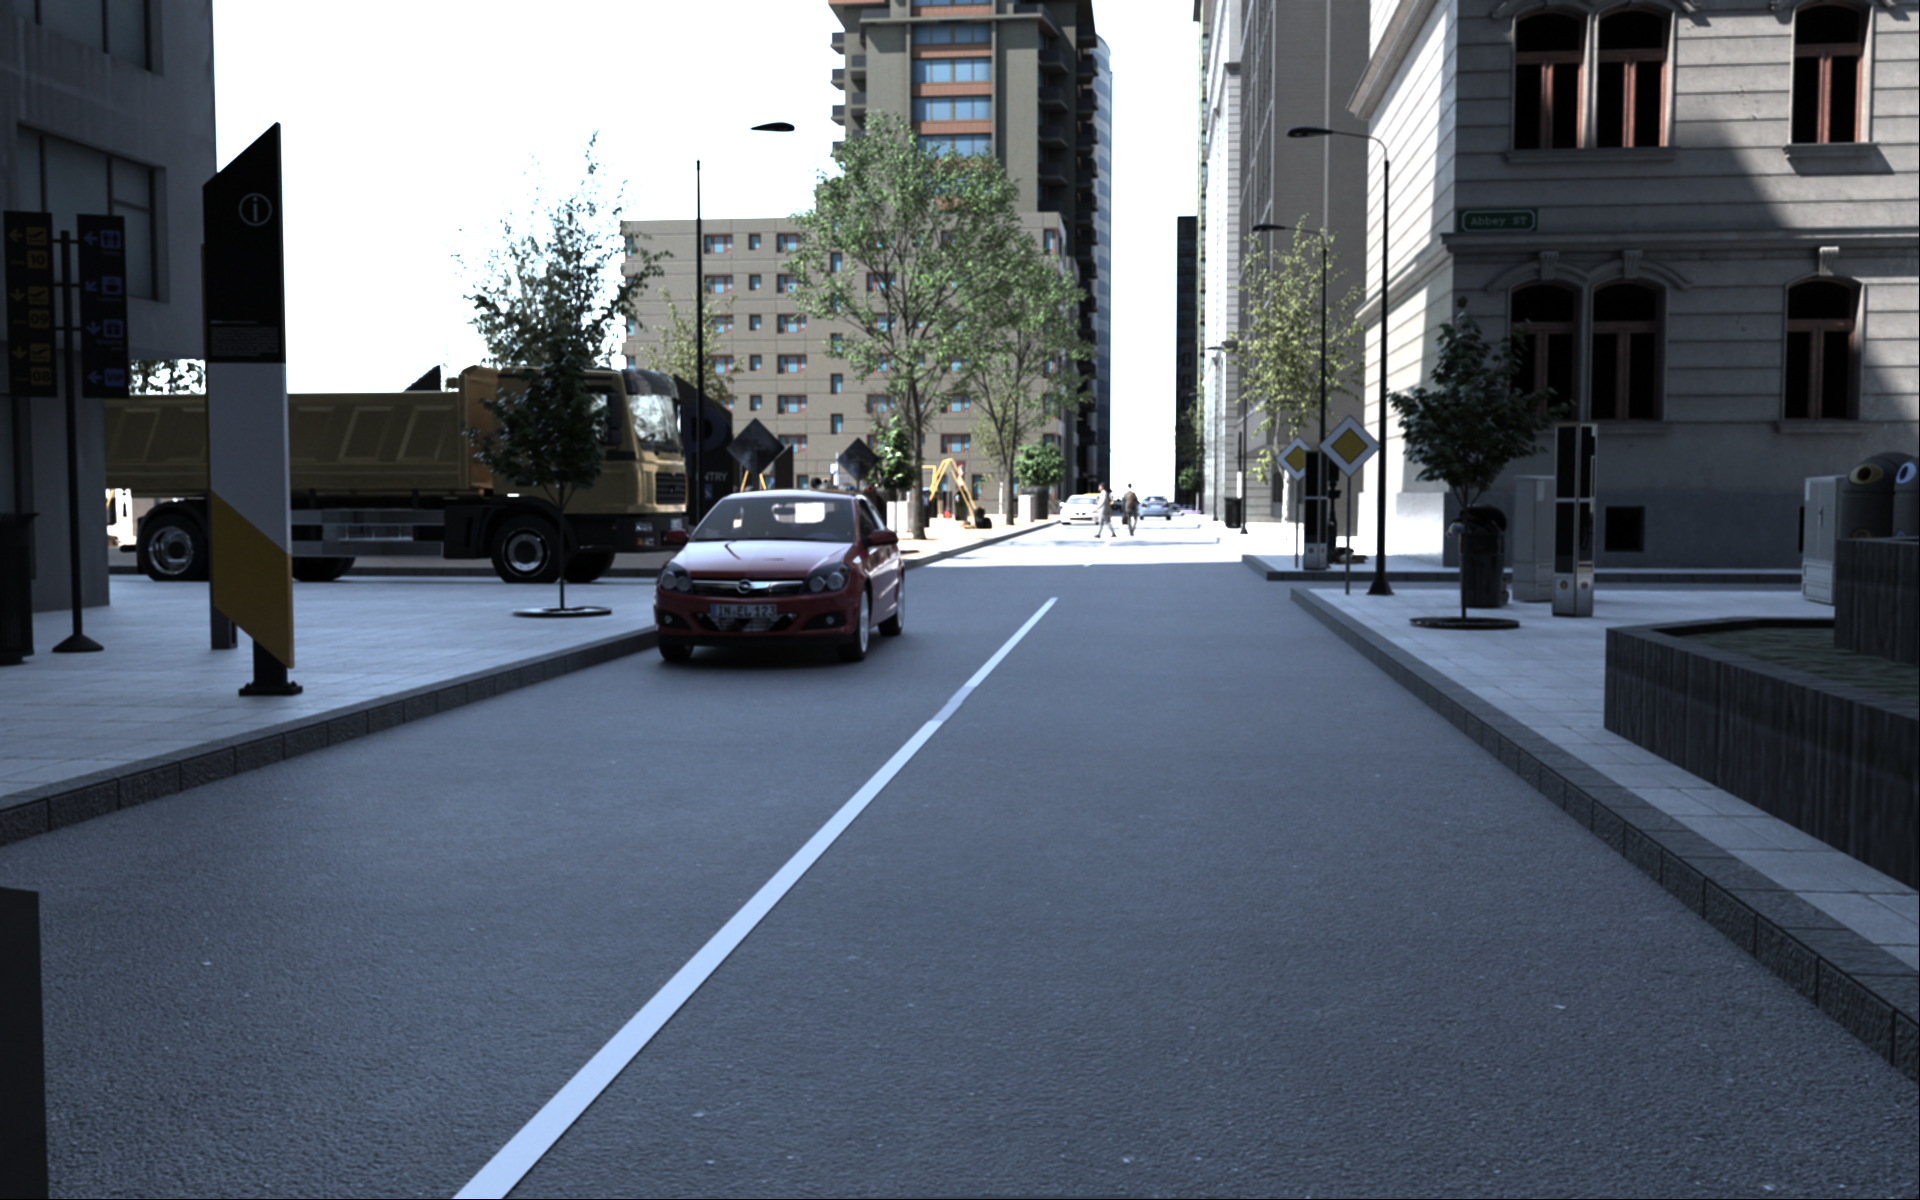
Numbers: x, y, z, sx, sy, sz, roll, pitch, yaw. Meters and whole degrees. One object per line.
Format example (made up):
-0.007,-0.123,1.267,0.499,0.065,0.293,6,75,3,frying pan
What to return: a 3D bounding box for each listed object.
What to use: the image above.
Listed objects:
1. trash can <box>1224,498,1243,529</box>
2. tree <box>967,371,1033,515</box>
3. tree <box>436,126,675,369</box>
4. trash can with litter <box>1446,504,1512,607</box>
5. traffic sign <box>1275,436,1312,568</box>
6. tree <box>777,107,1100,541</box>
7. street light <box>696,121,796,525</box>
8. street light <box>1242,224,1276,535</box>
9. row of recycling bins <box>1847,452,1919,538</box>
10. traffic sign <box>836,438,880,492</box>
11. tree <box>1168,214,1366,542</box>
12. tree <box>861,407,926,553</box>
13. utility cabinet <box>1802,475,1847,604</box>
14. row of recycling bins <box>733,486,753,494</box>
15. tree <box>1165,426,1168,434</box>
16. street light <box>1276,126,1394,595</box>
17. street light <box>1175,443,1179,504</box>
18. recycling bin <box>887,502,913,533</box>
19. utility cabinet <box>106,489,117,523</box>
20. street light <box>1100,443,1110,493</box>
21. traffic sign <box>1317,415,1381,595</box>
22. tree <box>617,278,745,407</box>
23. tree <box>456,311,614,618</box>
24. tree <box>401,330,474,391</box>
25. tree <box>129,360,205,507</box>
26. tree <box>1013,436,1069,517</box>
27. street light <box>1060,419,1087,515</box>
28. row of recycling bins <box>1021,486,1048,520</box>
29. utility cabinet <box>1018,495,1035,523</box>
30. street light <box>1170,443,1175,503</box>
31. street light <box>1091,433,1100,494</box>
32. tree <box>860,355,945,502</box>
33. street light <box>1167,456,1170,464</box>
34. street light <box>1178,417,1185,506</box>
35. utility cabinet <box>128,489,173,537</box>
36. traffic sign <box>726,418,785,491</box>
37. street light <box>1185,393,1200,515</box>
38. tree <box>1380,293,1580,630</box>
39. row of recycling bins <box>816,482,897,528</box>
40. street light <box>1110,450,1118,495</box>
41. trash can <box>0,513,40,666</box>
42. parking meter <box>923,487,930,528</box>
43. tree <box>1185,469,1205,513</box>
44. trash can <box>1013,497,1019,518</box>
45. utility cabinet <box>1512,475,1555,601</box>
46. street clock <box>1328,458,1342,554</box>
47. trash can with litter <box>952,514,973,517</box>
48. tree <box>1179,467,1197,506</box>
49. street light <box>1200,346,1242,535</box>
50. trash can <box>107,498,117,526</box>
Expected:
10.051,-3.182,63.672,0.748,1.137,0.748,0,3,0,trash can
2.451,-9.398,104.019,4.737,8.622,4.395,0,3,0,tree
-7.808,-5.116,34.009,4.360,8.622,3.978,0,3,0,tree
5.971,-0.517,19.841,0.624,1.170,1.055,2,4,26,trash can with litter
5.833,-1.610,29.968,0.795,2.450,0.064,0,4,6,traffic sign
-1.318,-7.470,47.896,9.928,11.665,9.643,0,3,0,tree
-2.746,-3.013,21.811,1.470,5.913,1.316,0,4,6,street light
5.709,-3.506,29.866,1.470,5.913,1.316,0,4,6,street light
9.118,-0.533,15.832,1.069,1.692,3.534,0,4,6,row of recycling bins
-1.811,-1.664,30.846,0.795,2.450,0.064,0,4,6,traffic sign
8.941,-5.889,46.647,4.737,8.622,4.395,0,3,0,tree
-1.332,-2.665,38.178,1.663,3.219,1.824,0,3,0,tree
10.238,-0.715,20.371,0.318,1.500,1.173,1,4,10,utility cabinet
-11.785,-4.844,86.311,3.534,1.692,1.069,0,4,0,row of recycling bins
15.711,-9.887,112.017,4.737,8.622,4.395,0,3,0,tree
4.828,-3.025,21.996,1.470,5.913,1.316,0,4,6,street light
17.180,-9.688,130.944,1.470,5.913,1.316,0,4,6,street light
-1.947,-2.711,56.874,0.722,1.027,0.722,1,4,14,recycling bin
-37.358,-4.126,76.140,0.318,1.500,1.173,-3,4,-38,utility cabinet
12.506,-11.237,156.273,1.470,5.913,1.316,0,4,6,street light
4.939,-1.125,22.033,0.795,2.450,0.064,0,4,6,traffic sign
-9.358,-6.674,59.488,4.737,8.622,4.395,0,3,0,tree
-4.238,-1.463,18.526,1.663,3.219,1.824,0,3,0,tree
-23.597,-7.815,78.139,4.737,8.622,4.395,0,3,0,tree
-24.502,-6.010,48.634,4.360,8.622,3.978,0,3,0,tree
4.499,-6.941,97.201,4.285,4.588,4.351,0,3,0,tree
6.908,-8.207,106.725,1.470,5.913,1.316,0,4,6,street light
3.709,-4.891,87.088,1.069,1.692,3.534,0,4,-7,row of recycling bins
2.974,-4.043,77.257,0.306,1.237,1.020,-2,4,-27,utility cabinet
19.933,-11.227,156.106,1.470,5.913,1.316,0,4,6,street light
9.703,-9.734,131.684,1.470,5.913,1.316,0,4,6,street light
-2.898,-8.491,89.194,4.360,8.622,3.978,0,3,0,tree
22.600,-12.732,180.710,1.470,5.913,1.316,0,4,6,street light
14.308,-8.168,106.085,1.470,5.913,1.316,0,4,6,street light
-24.179,-2.634,51.737,1.173,1.500,0.318,-3,5,-43,utility cabinet
-2.704,-1.179,22.911,0.795,2.450,0.064,0,4,6,traffic sign
11.271,-6.575,80.038,1.470,5.913,1.316,0,4,6,street light
4.843,-1.363,16.893,1.663,3.219,1.824,0,3,0,tree
-3.785,-3.392,62.565,3.534,1.692,1.069,-3,5,-42,row of recycling bins
16.214,-13.263,189.392,1.470,5.913,1.316,0,4,6,street light
-7.336,-0.085,13.046,0.748,1.137,0.748,0,3,0,trash can
-1.328,-3.504,65.709,0.372,1.533,0.369,0,3,0,parking meter
16.034,-7.487,117.021,1.663,3.219,1.824,0,3,0,tree
2.856,-4.917,92.049,0.748,1.137,0.748,0,3,0,trash can
7.102,-0.744,20.848,1.173,1.500,0.318,-3,5,-43,utility cabinet
7.373,-1.817,34.284,0.358,2.002,0.471,1,4,10,street clock
0.010,-5.293,97.598,1.678,1.210,2.233,2,4,32,trash can with litter
25.903,-12.841,193.670,4.285,4.588,4.351,0,3,0,tree
8.410,-5.011,54.467,1.470,5.913,1.316,0,4,6,street light
-34.661,-3.595,70.435,0.748,1.137,0.748,0,3,0,trash can
